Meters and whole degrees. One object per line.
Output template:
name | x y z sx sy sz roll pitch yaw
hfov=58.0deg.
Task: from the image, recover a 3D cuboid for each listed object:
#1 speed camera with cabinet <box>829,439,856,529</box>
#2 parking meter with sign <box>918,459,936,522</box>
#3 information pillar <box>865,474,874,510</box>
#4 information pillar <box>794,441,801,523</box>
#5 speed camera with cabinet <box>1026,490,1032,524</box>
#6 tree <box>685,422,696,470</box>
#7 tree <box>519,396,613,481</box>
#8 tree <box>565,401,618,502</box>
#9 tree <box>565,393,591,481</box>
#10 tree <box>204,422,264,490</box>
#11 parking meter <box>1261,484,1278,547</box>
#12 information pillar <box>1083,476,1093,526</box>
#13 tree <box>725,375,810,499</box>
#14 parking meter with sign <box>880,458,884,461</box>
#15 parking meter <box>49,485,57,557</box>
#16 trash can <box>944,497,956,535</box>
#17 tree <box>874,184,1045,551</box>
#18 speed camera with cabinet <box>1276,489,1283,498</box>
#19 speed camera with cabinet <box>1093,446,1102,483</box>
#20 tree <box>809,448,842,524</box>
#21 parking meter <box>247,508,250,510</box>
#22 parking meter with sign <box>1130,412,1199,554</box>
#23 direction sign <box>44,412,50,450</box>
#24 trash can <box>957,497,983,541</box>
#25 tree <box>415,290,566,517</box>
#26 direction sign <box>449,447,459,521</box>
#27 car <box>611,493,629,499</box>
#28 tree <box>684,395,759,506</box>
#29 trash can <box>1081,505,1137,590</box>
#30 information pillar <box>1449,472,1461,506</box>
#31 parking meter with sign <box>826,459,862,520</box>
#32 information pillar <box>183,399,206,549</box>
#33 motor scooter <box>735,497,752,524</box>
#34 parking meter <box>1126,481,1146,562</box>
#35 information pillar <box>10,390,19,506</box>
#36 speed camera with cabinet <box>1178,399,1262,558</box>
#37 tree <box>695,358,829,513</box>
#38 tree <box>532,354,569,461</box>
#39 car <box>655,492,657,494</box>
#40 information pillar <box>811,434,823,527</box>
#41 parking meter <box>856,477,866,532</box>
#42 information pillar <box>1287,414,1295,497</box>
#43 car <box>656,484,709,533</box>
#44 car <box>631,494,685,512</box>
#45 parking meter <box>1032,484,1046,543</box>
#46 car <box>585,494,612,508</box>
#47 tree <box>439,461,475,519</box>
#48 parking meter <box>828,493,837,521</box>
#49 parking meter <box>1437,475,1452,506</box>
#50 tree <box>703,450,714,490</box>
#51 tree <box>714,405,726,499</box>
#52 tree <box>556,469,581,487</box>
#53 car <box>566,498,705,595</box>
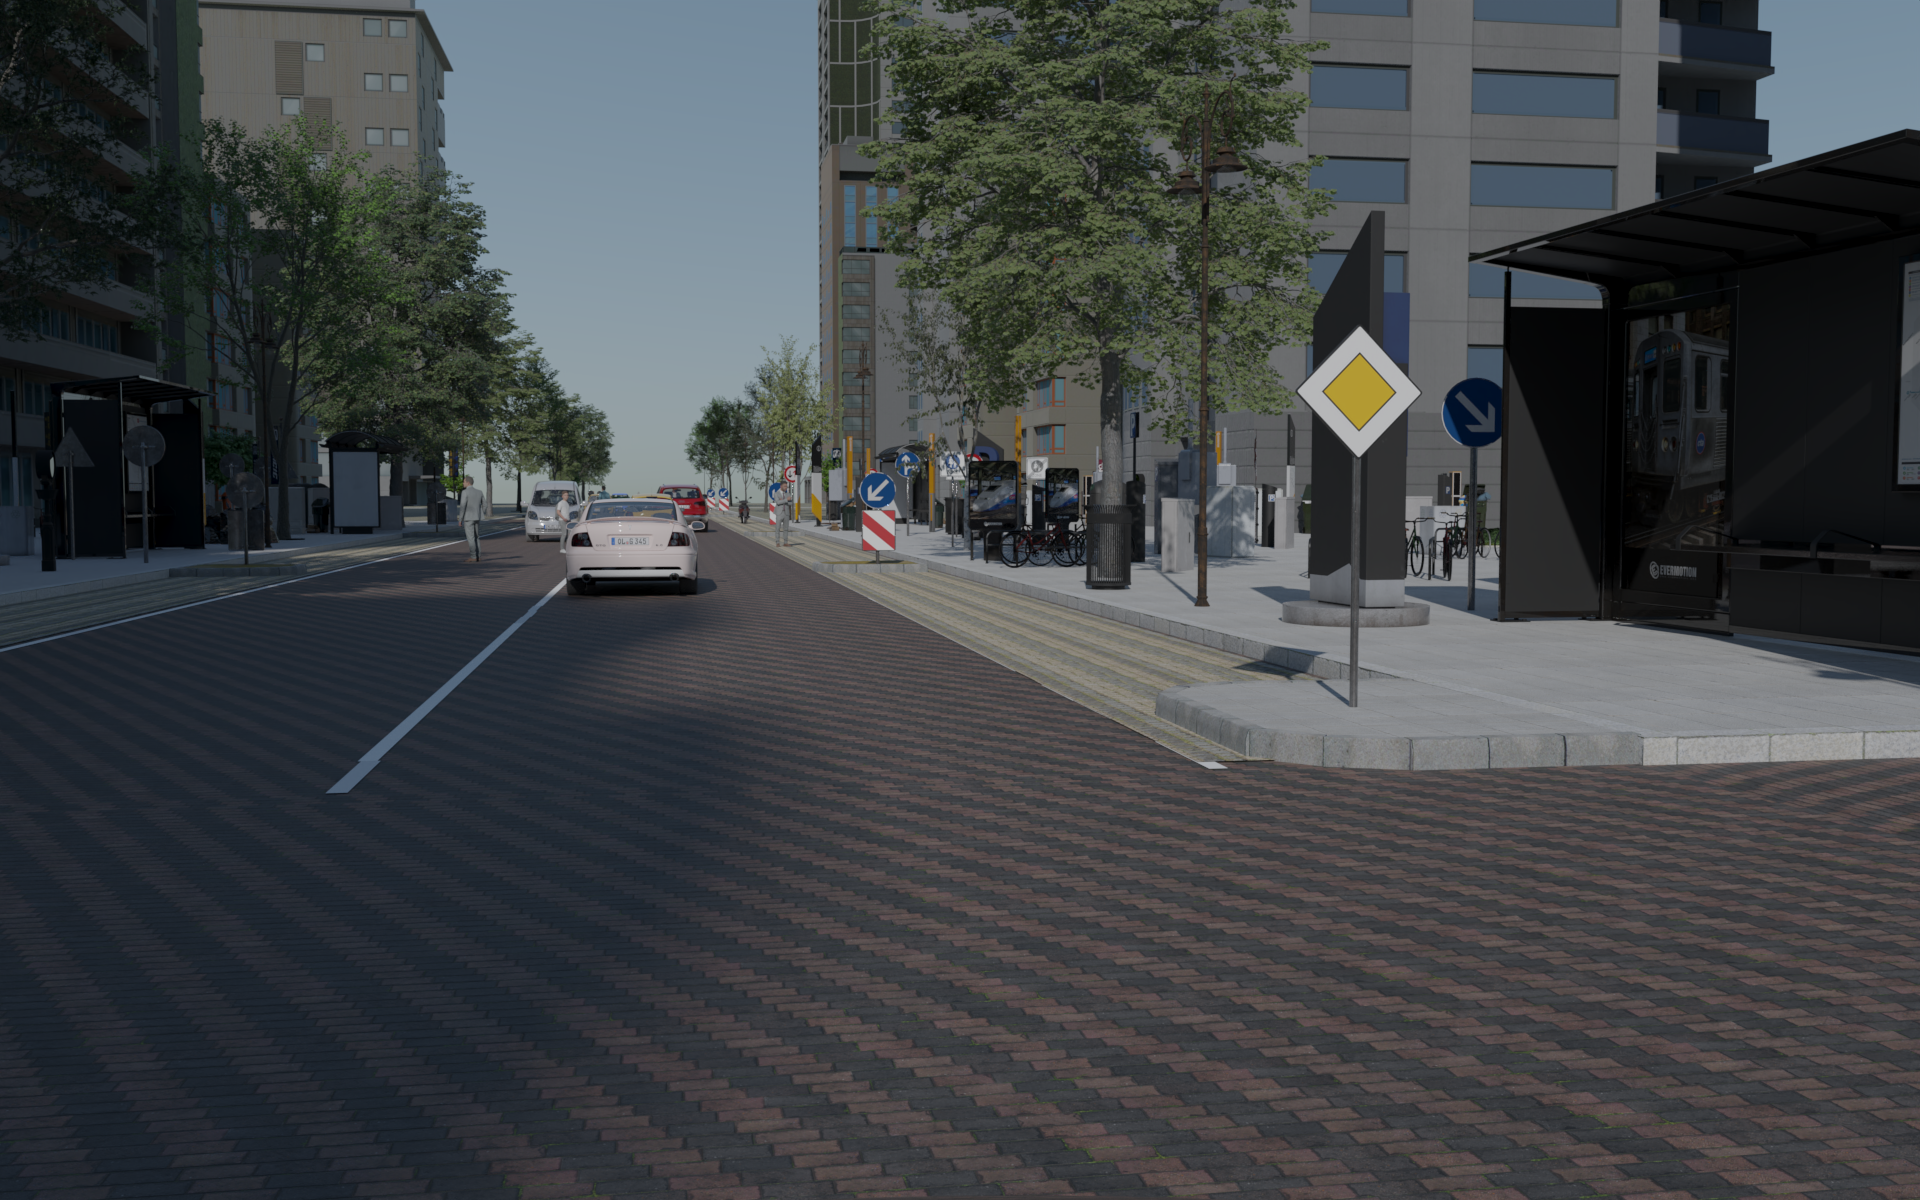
speed camera with cabinet | -4.045 -4.209 63.159 0.660 3.252 2.038 2 4 25
parking meter with sign | -1.555 -5.074 79.226 0.543 3.016 1.738 1 4 11
information pillar | -3.276 -3.521 62.063 0.304 2.012 0.304 -1 4 -20
information pillar | -7.144 -5.193 76.254 0.183 3.616 0.504 1 4 13
speed camera with cabinet | 2.309 -4.976 75.685 2.038 3.252 0.660 2 4 27
tree | -23.446 -14.411 170.037 7.601 10.594 8.767 -1 4 -16
tree | -37.290 -13.683 158.136 8.767 10.594 7.601 2 4 30
tree | -51.941 -20.304 238.629 9.857 13.997 8.962 0 3 0
tree | -40.604 -15.565 172.610 7.486 12.596 7.792 0 3 0
tree | -33.298 -5.817 78.822 4.285 4.588 4.351 0 3 0
parking meter | 7.479 -2.046 41.863 0.372 1.533 0.369 0 3 0
information pillar | 5.080 -3.941 68.924 0.304 2.012 0.304 -1 4 -20
tree | -10.950 -9.400 104.051 4.360 8.622 3.978 0 3 0
parking meter with sign | -3.425 -5.225 81.682 0.543 3.016 1.738 -1 4 -9
parking meter | -18.420 -1.820 35.471 0.399 1.863 0.255 1 4 20
trash can | -0.165 -2.629 54.642 0.748 1.137 0.748 0 3 0
tree | 0.114 -5.443 39.359 4.360 8.622 3.978 0 3 0
speed camera with cabinet | 8.612 -3.516 51.816 2.038 3.252 0.660 0 4 8
speed camera with cabinet | 6.003 -4.698 71.148 0.660 3.252 2.038 -1 4 -11
tree | -5.668 -4.834 73.635 1.663 3.219 1.824 0 3 0
parking meter | -27.885 -3.618 67.567 0.372 1.533 0.369 0 3 0
parking meter with sign | 4.538 -2.492 37.002 1.738 3.016 0.543 0 4 -6
direction sign | -24.921 -3.409 47.741 0.876 3.537 0.379 2 4 31
trash can | 0.355 -2.216 47.883 0.748 1.137 0.748 0 3 0
tree | -26.849 -10.932 96.867 7.486 12.596 7.792 0 3 0
direction sign | -23.925 -5.497 81.880 0.379 3.537 0.876 -3 5 -44
car | -25.877 -7.475 131.802 1.945 1.707 3.694 0 4 -8
tree | -24.325 -15.689 182.268 9.928 11.665 9.643 0 3 0
trash can | 2.001 -0.713 23.308 0.748 1.137 0.748 0 3 0
information pillar | 16.184 -3.192 56.685 0.304 2.012 0.304 -1 4 -11
parking meter with sign | -5.735 -5.456 85.468 1.738 3.016 0.543 0 4 1
information pillar | -17.936 -3.009 40.556 0.504 3.616 0.183 1 4 11
motor scooter | -10.419 -4.327 83.517 0.815 1.314 1.986 -1 4 -11
parking meter | 3.318 -1.487 32.716 0.372 1.533 0.369 0 3 0
information pillar | -21.463 -2.936 39.352 0.183 3.616 0.504 -2 4 -26
speed camera with cabinet | 5.252 -2.518 35.502 0.660 3.252 2.038 -2 4 -25
tree | -13.435 -11.320 119.498 8.767 10.594 7.601 -1 4 -11
tree | -32.263 -12.300 126.854 9.928 11.665 9.643 0 3 0
car | -34.832 -11.560 198.601 1.945 1.707 3.694 -1 4 -12
information pillar | -5.611 -4.681 67.892 0.183 3.616 0.504 3 5 40
parking meter | -3.327 -3.234 58.590 0.399 1.863 0.255 0 4 0
information pillar | 9.709 -3.639 50.852 0.183 3.616 0.504 2 4 30
car | -10.693 -3.495 65.817 2.281 1.827 5.304 -1 4 -12
car | -9.288 -2.564 52.147 2.015 1.641 3.980 -1 4 -11
parking meter | 2.061 -2.252 45.224 0.372 1.533 0.369 0 3 0
car | -21.909 -5.829 105.522 2.015 1.641 3.980 -1 4 -8
tree | -25.825 -5.733 88.334 1.663 3.219 1.824 0 3 0
parking meter | -6.175 -4.777 83.814 0.399 1.863 0.255 2 4 33
parking meter | 14.579 -2.839 52.134 0.399 1.863 0.255 -3 5 -39
tree | -28.149 -15.415 202.390 4.360 8.622 3.978 0 3 0
tree | -16.207 -11.043 130.915 4.360 8.622 3.978 0 3 0
tree | -41.114 -12.057 180.840 4.285 4.588 4.351 0 3 0
car | -4.877 -0.833 25.987 2.083 1.381 4.827 -1 4 -9
